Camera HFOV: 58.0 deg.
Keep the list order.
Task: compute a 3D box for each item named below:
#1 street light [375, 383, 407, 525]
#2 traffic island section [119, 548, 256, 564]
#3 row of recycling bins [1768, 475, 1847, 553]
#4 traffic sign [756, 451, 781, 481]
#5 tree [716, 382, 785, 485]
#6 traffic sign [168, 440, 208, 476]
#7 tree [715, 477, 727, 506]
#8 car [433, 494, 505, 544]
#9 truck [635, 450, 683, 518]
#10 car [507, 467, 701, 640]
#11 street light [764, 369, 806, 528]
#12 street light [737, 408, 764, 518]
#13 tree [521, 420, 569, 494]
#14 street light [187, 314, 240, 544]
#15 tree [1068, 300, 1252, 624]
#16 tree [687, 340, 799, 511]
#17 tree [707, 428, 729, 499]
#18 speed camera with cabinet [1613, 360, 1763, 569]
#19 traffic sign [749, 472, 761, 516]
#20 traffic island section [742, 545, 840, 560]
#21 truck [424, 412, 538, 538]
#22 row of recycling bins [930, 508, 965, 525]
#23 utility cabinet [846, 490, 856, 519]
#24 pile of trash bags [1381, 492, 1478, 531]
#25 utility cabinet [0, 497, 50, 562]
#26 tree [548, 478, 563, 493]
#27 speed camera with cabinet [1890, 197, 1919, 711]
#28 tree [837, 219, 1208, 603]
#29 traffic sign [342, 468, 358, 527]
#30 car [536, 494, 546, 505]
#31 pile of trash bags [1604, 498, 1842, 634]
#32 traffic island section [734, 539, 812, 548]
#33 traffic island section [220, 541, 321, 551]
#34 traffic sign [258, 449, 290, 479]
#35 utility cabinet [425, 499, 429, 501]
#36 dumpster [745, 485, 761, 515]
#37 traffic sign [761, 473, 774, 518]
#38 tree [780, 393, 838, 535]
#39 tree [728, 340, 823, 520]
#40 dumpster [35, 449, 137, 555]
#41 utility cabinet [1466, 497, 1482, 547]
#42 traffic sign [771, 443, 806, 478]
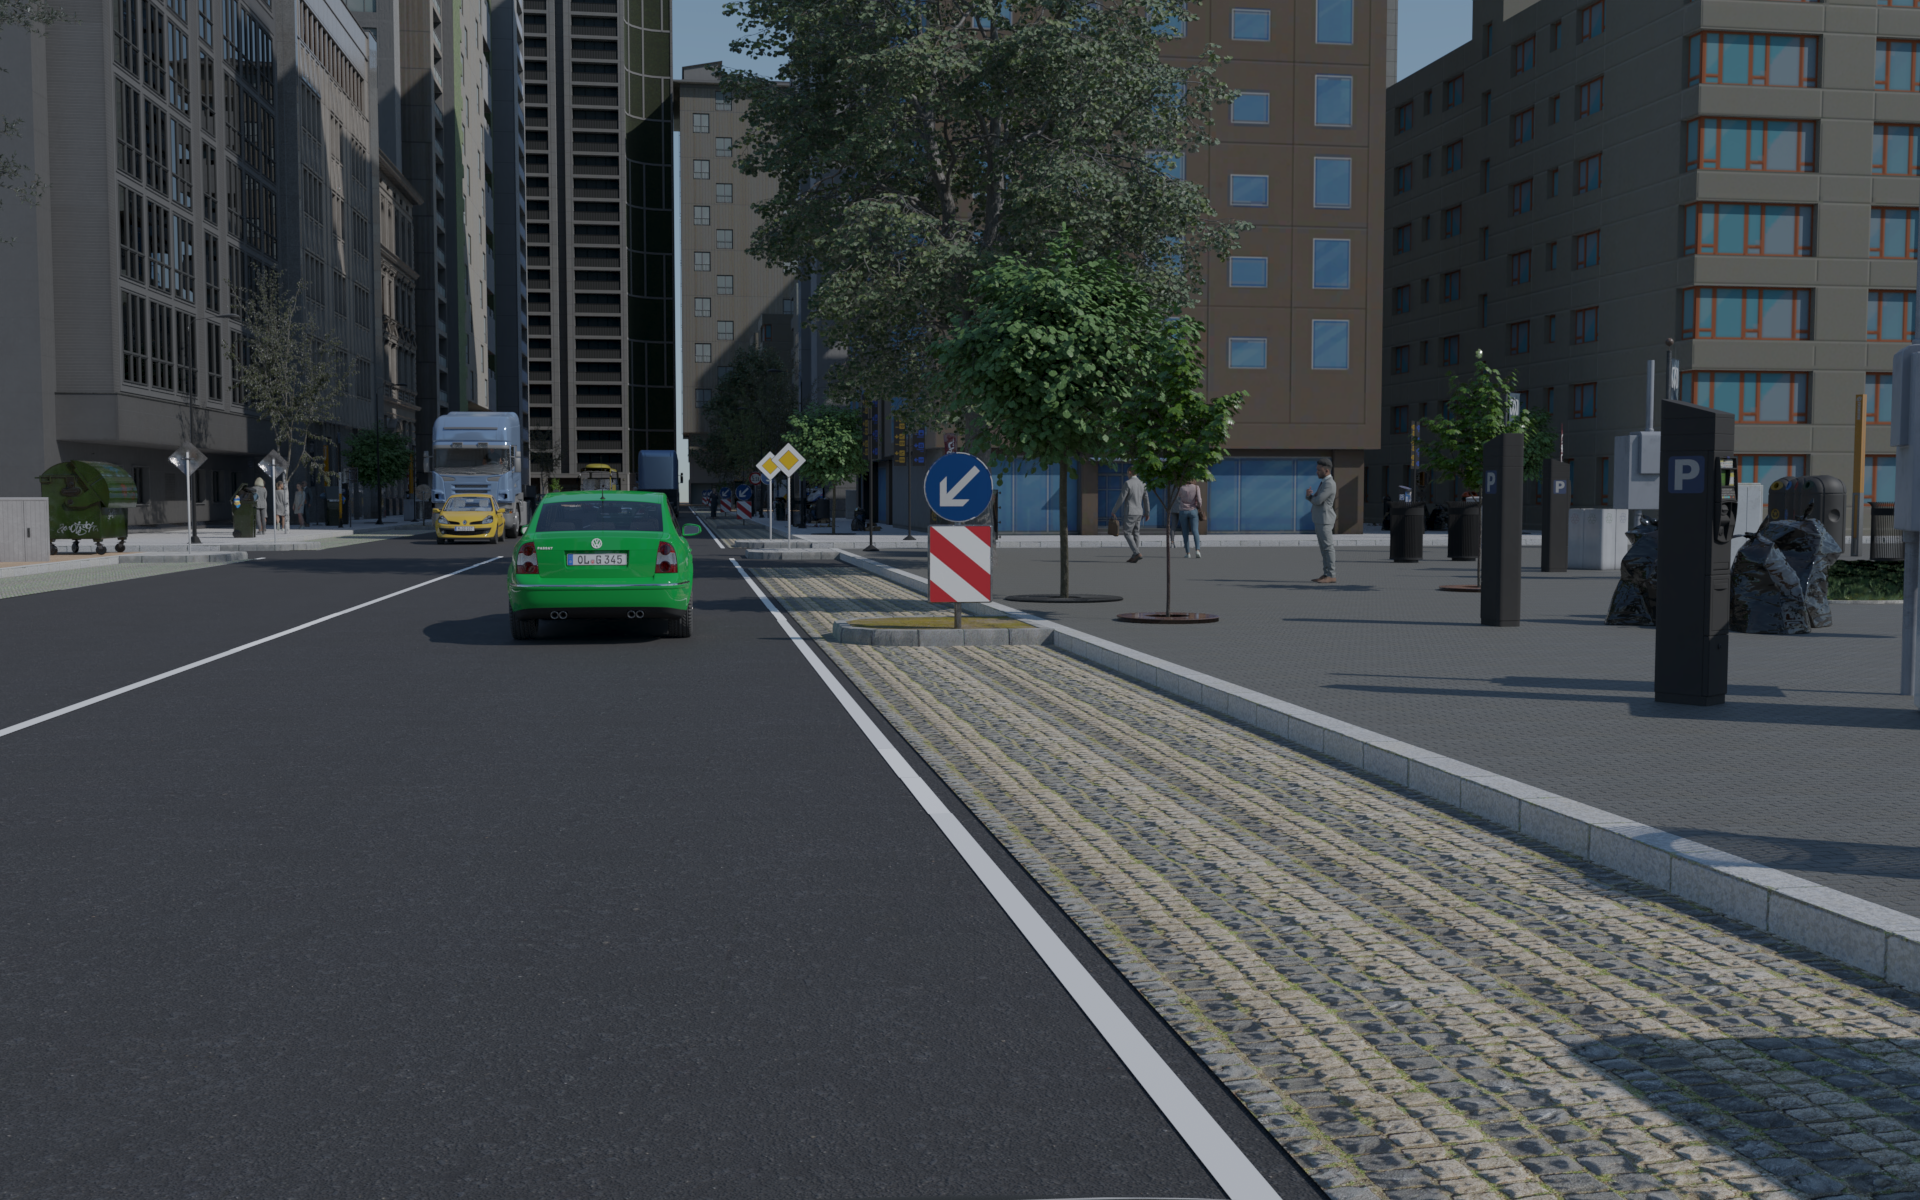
[{"bbox_3d":[-23.847,-6.122,72.640,1.470,5.913,1.316,-1,4,-9],"label":"street light"},{"bbox_3d":[-16.613,-0.918,37.287,2.009,0.180,2.903,-1,4,-9],"label":"traffic island section"},{"bbox_3d":[19.050,-1.947,38.942,1.069,1.692,3.534,1,4,11],"label":"row of recycling bins"},{"bbox_3d":[-5.139,-2.750,47.145,0.795,2.593,0.064,-1,4,-9],"label":"traffic sign"},{"bbox_3d":[-13.613,-9.948,113.005,4.737,8.622,4.395,0,3,0],"label":"tree"},{"bbox_3d":[-16.591,-2.143,37.224,0.795,2.593,0.064,-1,4,-9],"label":"traffic sign"},{"bbox_3d":[-26.446,-12.217,194.341,1.663,3.219,1.824,0,3,0],"label":"tree"},{"bbox_3d":[-14.300,-2.472,50.645,2.015,1.641,3.980,-1,4,-10],"label":"car"},{"bbox_3d":[-17.742,-6.786,100.713,2.967,4.110,18.799,0,4,-8],"label":"truck"},{"bbox_3d":[-3.754,-0.595,18.521,1.959,1.807,4.718,-1,4,-9],"label":"car"},{"bbox_3d":[-6.447,-5.631,64.614,1.470,5.913,1.316,-1,4,-9],"label":"street light"},{"bbox_3d":[-11.220,-7.376,93.134,1.470,5.913,1.316,-1,4,-9],"label":"street light"},{"bbox_3d":[-40.177,-13.295,167.741,4.360,8.622,3.978,0,3,0],"label":"tree"},{"bbox_3d":[-19.260,-4.414,44.704,1.470,5.913,1.316,-1,4,-9],"label":"street light"},{"bbox_3d":[2.183,-1.392,17.361,1.663,3.219,1.824,0,3,0],"label":"tree"},{"bbox_3d":[-15.213,-12.971,129.089,9.611,12.733,9.660,0,3,0],"label":"tree"},{"bbox_3d":[-22.539,-13.383,169.175,4.360,8.622,3.978,0,3,0],"label":"tree"},{"bbox_3d":[10.887,-1.930,25.899,2.038,3.252,0.660,0,4,-2],"label":"speed camera with cabinet"},{"bbox_3d":[-11.753,-6.087,99.635,0.768,2.556,0.104,0,4,-3],"label":"traffic sign"},{"bbox_3d":[-3.837,-1.044,39.349,2.009,0.180,2.903,-1,4,-9],"label":"traffic island section"},{"bbox_3d":[-16.405,-4.452,62.554,2.967,4.110,18.799,0,4,-8],"label":"truck"},{"bbox_3d":[-0.089,-1.805,36.629,1.069,1.692,3.534,0,4,-3],"label":"row of recycling bins"},{"bbox_3d":[-5.183,-4.827,87.603,1.173,1.500,0.318,-1,4,-9],"label":"utility cabinet"},{"bbox_3d":[16.633,-3.117,60.712,3.447,1.369,1.912,-1,4,-18],"label":"pile of trash bags"},{"bbox_3d":[-17.829,-1.323,32.787,1.020,1.237,0.306,-1,4,-22],"label":"utility cabinet"},{"bbox_3d":[-43.486,-11.735,186.463,1.663,3.219,1.824,0,3,0],"label":"tree"},{"bbox_3d":[5.944,-0.966,10.125,0.660,3.252,2.038,1,4,20],"label":"speed camera with cabinet"},{"bbox_3d":[1.229,-2.280,20.991,4.285,4.588,4.351,0,3,0],"label":"tree"},{"bbox_3d":[-23.510,-3.952,66.751,0.606,2.300,0.079,0,4,-2],"label":"traffic sign"},{"bbox_3d":[-24.571,-5.543,102.433,2.131,1.459,4.920,-1,4,-10],"label":"car"},{"bbox_3d":[7.897,-0.412,16.485,1.912,1.369,3.447,-3,4,-38],"label":"pile of trash bags"},{"bbox_3d":[-5.117,-1.526,47.231,2.009,0.180,2.903,-1,4,-9],"label":"traffic island section"},{"bbox_3d":[-17.893,-1.400,45.169,2.009,0.180,2.903,-1,4,-9],"label":"traffic island section"},{"bbox_3d":[-17.871,-2.625,45.106,0.795,2.593,0.064,-1,4,-9],"label":"traffic sign"},{"bbox_3d":[-27.225,-4.847,87.924,0.318,1.500,1.173,-2,4,-29],"label":"utility cabinet"},{"bbox_3d":[-12.665,-6.115,105.741,1.264,1.857,1.865,-1,4,-9],"label":"dumpster"},{"bbox_3d":[-10.255,-5.654,92.542,0.768,2.556,0.104,0,4,-6],"label":"traffic sign"},{"bbox_3d":[-4.073,-4.345,54.747,4.285,4.588,4.351,0,3,0],"label":"tree"},{"bbox_3d":[-8.755,-8.178,84.074,4.360,8.622,3.978,0,3,0],"label":"tree"},{"bbox_3d":[-18.660,-2.111,37.002,1.502,2.255,1.985,-1,4,-9],"label":"dumpster"},{"bbox_3d":[12.463,-1.817,40.864,1.020,1.237,0.306,3,5,43],"label":"utility cabinet"},{"bbox_3d":[-3.859,-2.267,39.263,0.795,2.593,0.064,-1,4,-9],"label":"traffic sign"}]
